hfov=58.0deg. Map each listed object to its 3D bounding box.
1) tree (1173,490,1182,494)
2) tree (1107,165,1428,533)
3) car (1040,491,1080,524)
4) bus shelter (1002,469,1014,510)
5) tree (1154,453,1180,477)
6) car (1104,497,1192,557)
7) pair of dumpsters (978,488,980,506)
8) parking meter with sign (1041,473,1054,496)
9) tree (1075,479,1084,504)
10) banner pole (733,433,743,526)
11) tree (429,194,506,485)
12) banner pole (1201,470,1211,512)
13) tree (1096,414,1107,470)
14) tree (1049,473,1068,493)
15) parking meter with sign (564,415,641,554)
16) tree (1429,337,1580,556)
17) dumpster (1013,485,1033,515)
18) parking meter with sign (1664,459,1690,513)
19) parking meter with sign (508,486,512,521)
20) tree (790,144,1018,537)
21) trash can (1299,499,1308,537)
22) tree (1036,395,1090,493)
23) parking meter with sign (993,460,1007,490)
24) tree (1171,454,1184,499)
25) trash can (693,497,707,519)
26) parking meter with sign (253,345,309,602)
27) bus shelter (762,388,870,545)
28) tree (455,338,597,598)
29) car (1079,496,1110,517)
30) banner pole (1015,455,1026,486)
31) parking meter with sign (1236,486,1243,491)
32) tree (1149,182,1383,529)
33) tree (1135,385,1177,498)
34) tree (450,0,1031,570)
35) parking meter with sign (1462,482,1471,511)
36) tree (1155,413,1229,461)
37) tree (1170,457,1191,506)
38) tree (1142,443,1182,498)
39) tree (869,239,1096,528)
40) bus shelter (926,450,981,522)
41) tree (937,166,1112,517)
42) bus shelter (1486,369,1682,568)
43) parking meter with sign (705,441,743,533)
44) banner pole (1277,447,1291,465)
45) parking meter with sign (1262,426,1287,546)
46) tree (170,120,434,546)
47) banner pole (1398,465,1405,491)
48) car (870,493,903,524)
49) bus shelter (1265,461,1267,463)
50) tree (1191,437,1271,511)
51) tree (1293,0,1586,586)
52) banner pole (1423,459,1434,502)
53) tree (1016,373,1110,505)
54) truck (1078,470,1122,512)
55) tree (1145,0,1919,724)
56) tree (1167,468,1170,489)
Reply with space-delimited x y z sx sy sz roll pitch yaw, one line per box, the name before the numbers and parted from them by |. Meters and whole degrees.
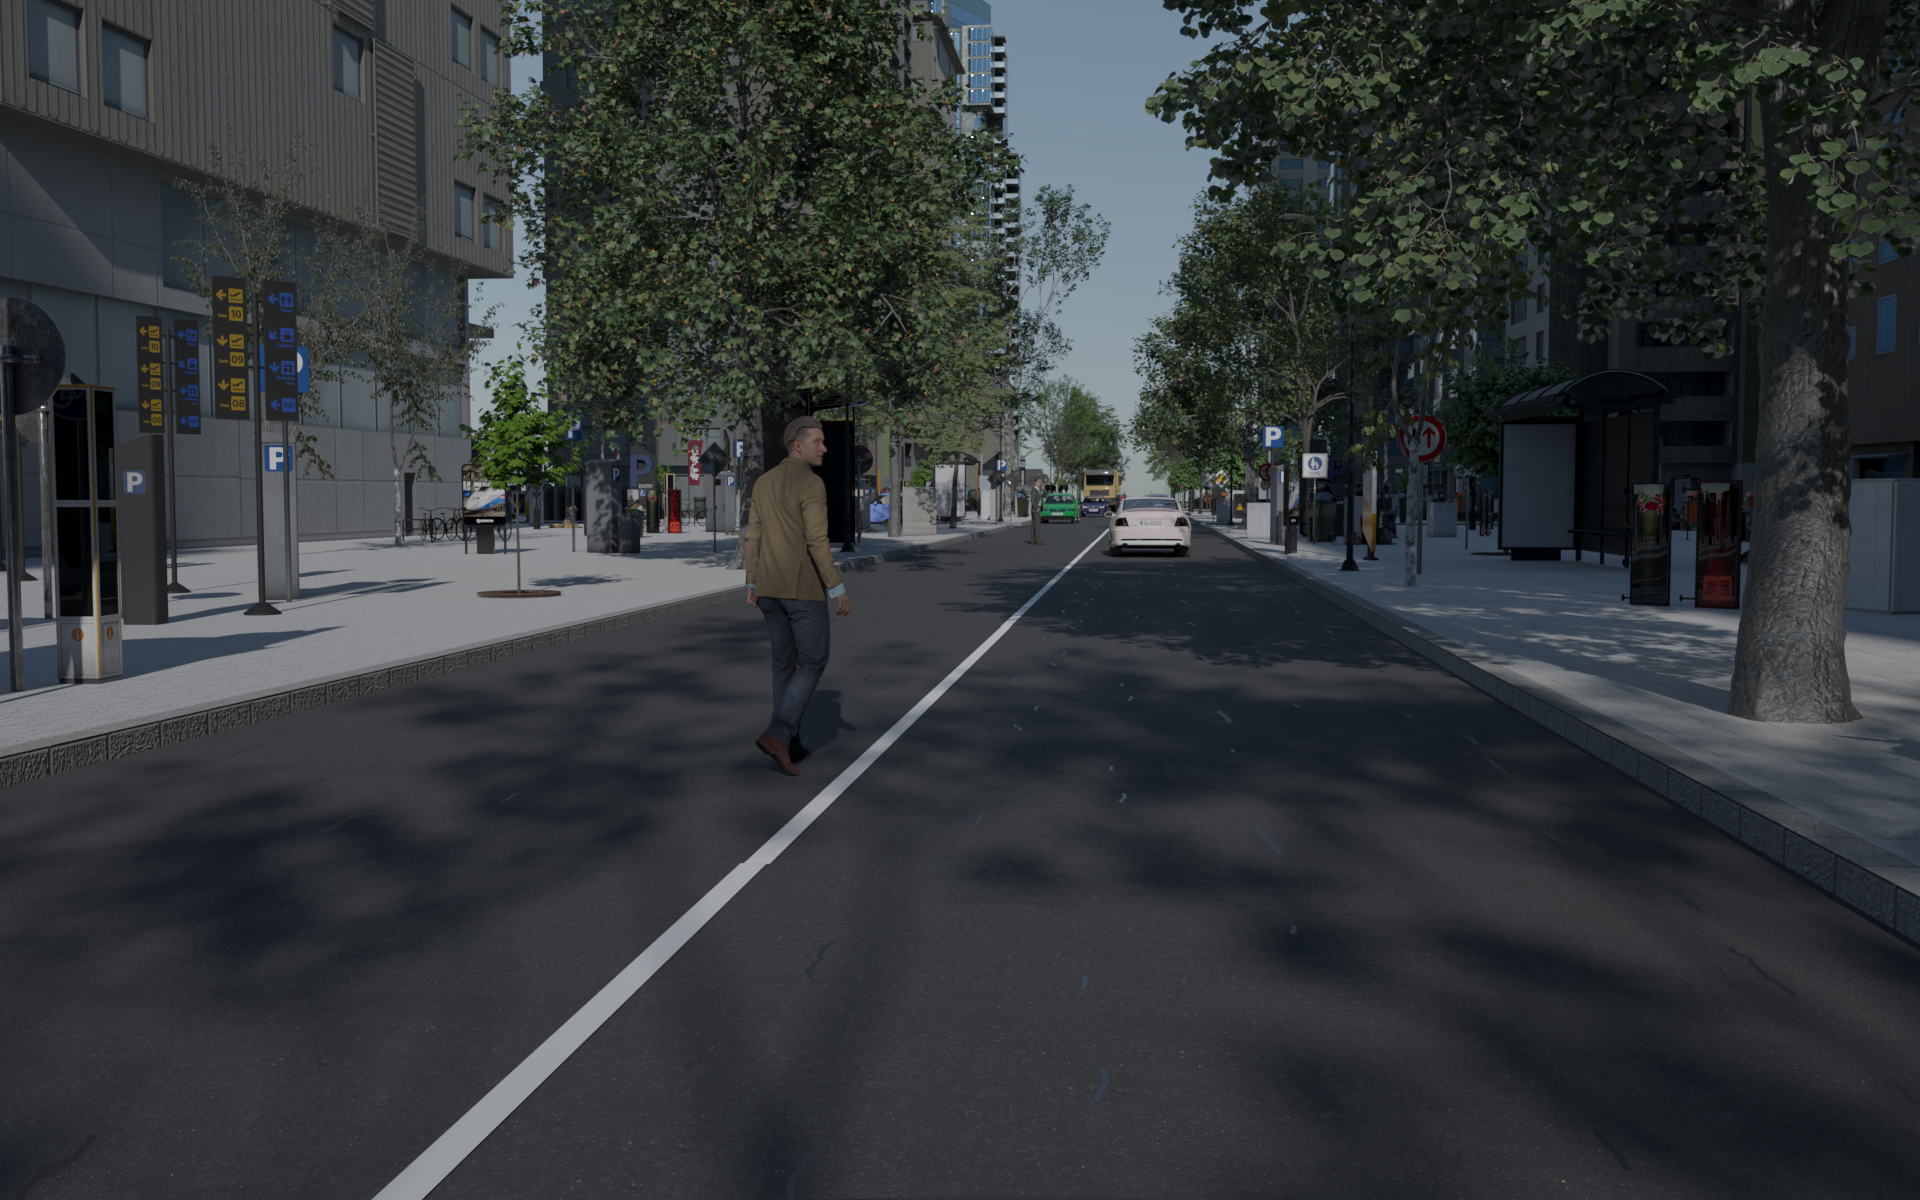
tree | 30.306 -15.202 243.159 1.663 3.219 1.824 0 3 0
tree | 9.813 -7.031 49.375 7.601 10.594 8.767 3 4 36
car | 4.923 -4.673 85.198 1.959 1.807 4.718 0 4 7
bus shelter | 2.442 -7.517 116.822 2.014 3.302 5.546 0 4 6
tree | 35.682 -22.165 288.149 9.928 11.665 9.643 0 3 0
car | 4.455 -1.745 40.892 2.083 1.381 4.827 0 4 5
pair of dumpsters | 2.101 -7.329 122.320 1.574 2.255 4.437 0 4 6
parking meter with sign | 7.439 -9.042 144.104 1.738 3.016 0.543 3 4 37
tree | 18.108 -15.835 242.623 4.285 4.588 4.351 0 3 0
banner pole | -8.841 -4.856 69.407 0.863 3.779 0.401 2 4 32
tree | -13.543 -5.620 42.245 4.360 8.622 3.978 0 3 0
banner pole | 17.665 -8.238 124.700 0.863 3.779 0.401 0 4 2
tree | 12.736 -15.458 187.155 8.767 10.594 7.601 -1 4 -15
tree | 7.839 -8.959 141.074 1.663 3.219 1.824 0 3 0
parking meter with sign | -7.764 -2.536 37.720 1.738 3.016 0.543 2 4 25
tree | 11.499 -3.229 36.510 4.285 4.588 4.351 0 3 0
dumpster | 3.972 -6.250 107.945 1.264 1.857 1.865 0 4 6
parking meter with sign | 36.096 -5.519 86.499 1.738 3.016 0.543 1 4 21
parking meter with sign | -21.966 -5.205 81.369 1.738 3.016 0.543 0 4 3
tree | -2.345 -8.151 51.402 7.486 12.596 7.792 0 3 0
trash can | 10.471 -2.459 51.858 0.748 1.137 0.748 0 3 0
tree | 7.344 -10.906 128.678 4.360 8.622 3.978 0 3 0
parking meter with sign | 1.963 -5.655 88.719 0.543 3.016 1.738 -1 4 -10
tree | 26.964 -15.774 208.260 4.360 8.622 3.978 0 3 0
trash can | -13.446 -4.768 89.607 0.748 1.137 0.748 0 3 0
parking meter with sign | -8.337 -1.523 21.169 0.543 3.016 1.738 -2 4 -28
bus shelter | -3.468 -3.031 40.837 1.731 3.624 6.357 0 4 6
tree | -5.521 -1.650 21.587 1.663 3.219 1.824 0 3 0
car | 8.455 -5.899 109.031 1.945 1.354 3.894 0 4 6
banner pole | 3.869 -7.349 110.180 0.863 3.779 0.401 -3 4 -38
parking meter with sign | 18.957 -7.453 118.109 1.738 3.016 0.543 0 4 -1
tree | 10.473 -8.922 62.890 9.611 12.733 9.660 0 3 0
tree | 31.190 -24.318 253.481 12.611 20.169 13.585 0 3 0
tree | -3.600 -6.875 29.408 9.611 12.733 9.660 0 3 0
parking meter with sign | 32.662 -7.102 112.377 0.543 3.016 1.738 -1 4 -14
tree | 22.853 -15.872 169.883 12.009 13.543 11.850 0 3 0
tree | 18.473 -8.925 129.635 4.285 4.588 4.351 0 3 0
tree | 28.908 -19.545 237.695 7.486 12.596 7.792 0 3 0
tree | -0.235 -7.927 64.012 8.767 10.594 7.601 -1 4 -8
bus shelter | -0.246 -5.375 81.812 2.014 3.302 5.546 0 4 6
tree | 1.395 -14.832 98.386 12.611 20.169 13.585 0 3 0
bus shelter | 10.912 -2.256 30.811 2.014 3.302 5.546 0 4 6
parking meter with sign | -7.834 -3.755 57.657 1.738 3.016 0.543 3 5 43
banner pole | 15.357 -5.662 82.584 0.863 3.779 0.401 2 4 23
parking meter with sign | 8.081 -2.897 43.633 0.543 3.016 1.738 0 4 -5
tree | -13.731 -5.181 35.068 4.360 8.622 3.978 0 3 0
banner pole | 38.400 -9.817 150.529 0.401 3.779 0.863 -2 4 -32
car | -3.218 -4.147 77.392 3.694 1.707 1.945 0 4 4
bus shelter | 19.262 -7.458 113.216 1.731 3.624 6.357 0 4 6
tree | 13.776 -6.228 85.540 4.285 4.588 4.351 0 3 0
tree | 6.479 -4.510 24.093 4.737 8.622 4.395 0 3 0
banner pole | 24.129 -6.066 89.199 0.863 3.779 0.401 2 4 29
tree | 8.624 -13.709 149.899 9.928 11.665 9.643 0 3 0
truck | 11.449 -8.770 139.309 3.469 3.379 9.791 0 4 8
tree | 4.719 -6.300 9.665 9.857 13.997 8.962 0 3 0
tree | 18.324 -9.408 137.537 4.285 4.588 4.351 0 3 0
